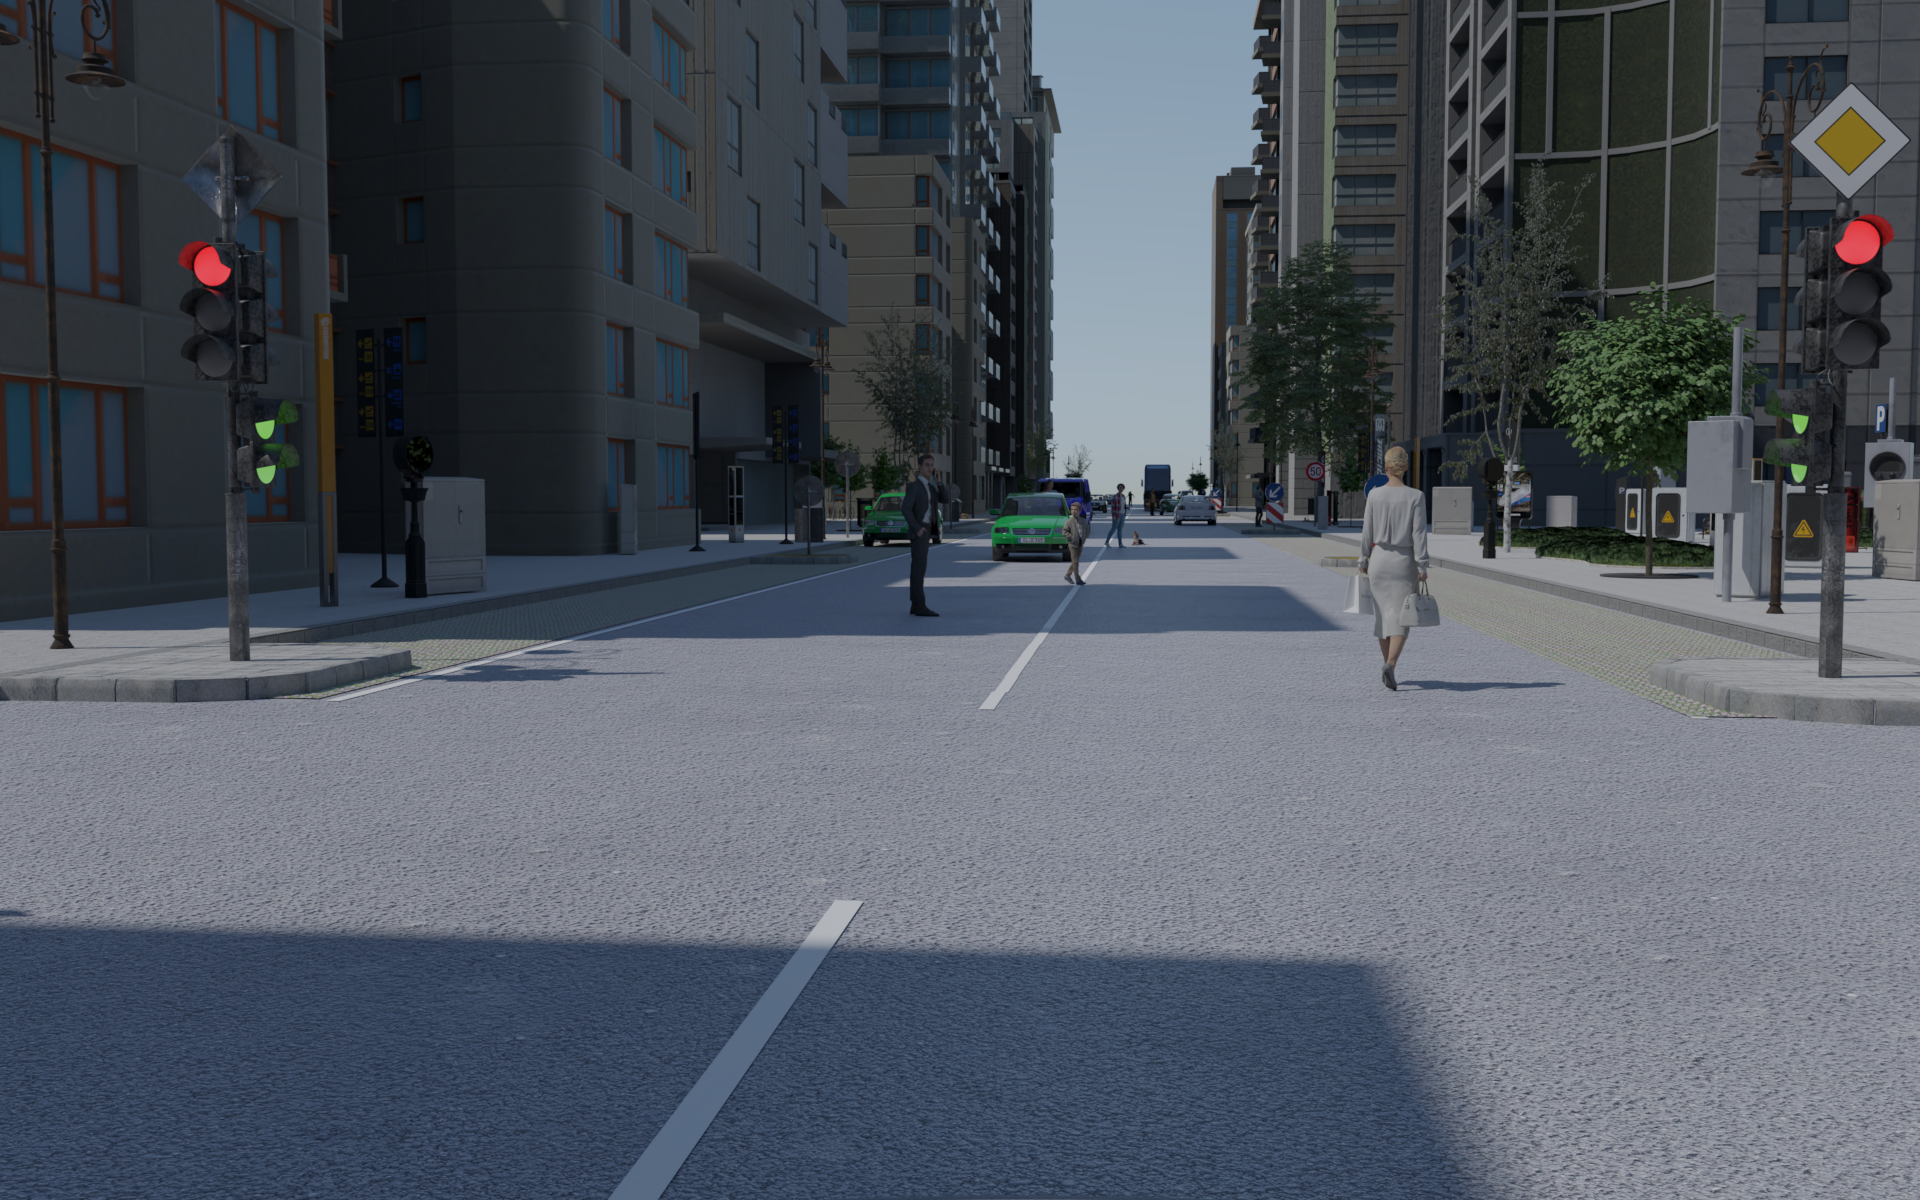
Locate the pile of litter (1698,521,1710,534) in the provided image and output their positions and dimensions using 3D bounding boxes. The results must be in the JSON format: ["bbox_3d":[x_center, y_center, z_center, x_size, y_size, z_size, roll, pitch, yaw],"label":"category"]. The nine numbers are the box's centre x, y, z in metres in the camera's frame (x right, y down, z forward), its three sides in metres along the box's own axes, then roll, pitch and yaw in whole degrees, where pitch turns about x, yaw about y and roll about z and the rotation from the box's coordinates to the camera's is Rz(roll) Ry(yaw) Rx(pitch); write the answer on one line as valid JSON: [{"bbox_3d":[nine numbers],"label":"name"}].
[{"bbox_3d":[24.479,-2.524,55.236,1.719,0.858,1.176,1,4,21],"label":"pile of litter"}]

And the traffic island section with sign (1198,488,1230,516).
[{"bbox_3d":[16.285,-6.263,111.030,1.989,1.847,2.006,0,4,6],"label":"traffic island section with sign"}]

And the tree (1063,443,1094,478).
[{"bbox_3d":[16.862,-18.114,246.520,4.360,8.622,3.978,0,3,0],"label":"tree"}]

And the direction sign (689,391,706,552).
[{"bbox_3d":[-5.885,-2.857,38.704,0.379,3.537,0.876,-1,4,-16],"label":"direction sign"}]

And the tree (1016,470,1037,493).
[{"bbox_3d":[5.196,-8.673,136.409,1.663,3.219,1.824,0,3,0],"label":"tree"}]

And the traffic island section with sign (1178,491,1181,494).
[{"bbox_3d":[27.918,-12.961,220.536,1.989,1.847,2.006,0,4,6],"label":"traffic island section with sign"}]

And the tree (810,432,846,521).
[{"bbox_3d":[-6.790,-6.021,82.155,4.285,4.588,4.351,0,3,0],"label":"tree"}]

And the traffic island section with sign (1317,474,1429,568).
[{"bbox_3d":[8.152,-1.576,34.388,1.989,1.847,2.006,0,4,6],"label":"traffic island section with sign"}]

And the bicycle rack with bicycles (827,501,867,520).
[{"bbox_3d":[-5.451,-4.558,87.903,2.852,0.926,2.925,-1,4,-8],"label":"bicycle rack with bicycles"}]

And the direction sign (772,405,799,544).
[{"bbox_3d":[-4.448,-3.196,44.246,0.876,3.537,0.379,2,4,35],"label":"direction sign"}]

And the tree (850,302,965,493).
[{"bbox_3d":[-2.114,-7.151,67.287,4.360,8.622,3.978,0,3,0],"label":"tree"}]

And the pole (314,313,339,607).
[{"bbox_3d":[-7.198,-1.579,19.665,0.158,3.312,0.155,0,3,0],"label":"pole"}]

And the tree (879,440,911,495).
[{"bbox_3d":[-2.725,-4.134,62.196,1.663,3.219,1.824,0,3,0],"label":"tree"}]

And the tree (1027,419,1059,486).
[{"bbox_3d":[7.361,-13.128,165.012,4.737,8.622,4.395,0,3,0],"label":"tree"}]

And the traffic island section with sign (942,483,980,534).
[{"bbox_3d":[-0.302,-3.322,62.939,1.989,1.847,2.006,0,4,6],"label":"traffic island section with sign"}]

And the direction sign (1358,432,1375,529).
[{"bbox_3d":[14.951,-4.382,63.649,0.379,3.537,0.876,-2,4,-32],"label":"direction sign"}]

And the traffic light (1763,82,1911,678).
[{"bbox_3d":[6.069,-1.412,12.006,0.839,4.253,0.868,0,4,6],"label":"traffic light"}]

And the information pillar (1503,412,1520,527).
[{"bbox_3d":[15.706,-3.546,49.332,0.183,3.616,0.504,-2,4,-31],"label":"information pillar"}]

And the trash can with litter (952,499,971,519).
[{"bbox_3d":[0.038,-4.705,88.309,1.055,1.170,0.624,1,4,22],"label":"trash can with litter"}]

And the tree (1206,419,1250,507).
[{"bbox_3d":[26.375,-13.461,170.450,4.360,8.622,3.978,0,3,0],"label":"tree"}]

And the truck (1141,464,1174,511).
[{"bbox_3d":[17.257,-9.841,150.666,2.967,4.110,18.799,0,4,6],"label":"truck"}]

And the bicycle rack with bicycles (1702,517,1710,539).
[{"bbox_3d":[22.606,-2.178,48.990,2.925,0.926,2.852,-2,4,-24],"label":"bicycle rack with bicycles"}]

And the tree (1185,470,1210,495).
[{"bbox_3d":[31.099,-14.844,226.407,4.285,4.588,4.351,0,3,0],"label":"tree"}]

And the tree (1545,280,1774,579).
[{"bbox_3d":[10.750,-2.629,26.705,4.285,4.588,4.351,0,3,0],"label":"tree"}]

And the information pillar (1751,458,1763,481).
[{"bbox_3d":[16.373,-1.919,35.874,0.304,2.012,0.304,-2,4,-29],"label":"information pillar"}]

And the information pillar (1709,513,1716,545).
[{"bbox_3d":[17.071,-2.105,38.910,0.304,2.012,0.304,-3,5,-42],"label":"information pillar"}]

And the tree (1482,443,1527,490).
[{"bbox_3d":[17.940,-3.767,56.196,1.663,3.219,1.824,0,3,0],"label":"tree"}]

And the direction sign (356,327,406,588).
[{"bbox_3d":[-7.931,-1.943,23.767,0.876,3.537,0.379,2,4,28],"label":"direction sign"}]

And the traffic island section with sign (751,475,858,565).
[{"bbox_3d":[-3.174,-1.671,35.947,1.989,1.847,2.006,0,4,6],"label":"traffic island section with sign"}]

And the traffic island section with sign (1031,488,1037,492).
[{"bbox_3d":[4.964,-6.352,112.479,1.989,1.847,2.006,0,4,6],"label":"traffic island section with sign"}]

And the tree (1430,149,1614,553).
[{"bbox_3d":[12.119,-5.361,38.020,4.360,8.622,3.978,0,3,0],"label":"tree"}]

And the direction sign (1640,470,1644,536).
[{"bbox_3d":[18.938,-3.428,48.052,0.379,3.537,0.876,3,4,36],"label":"direction sign"}]

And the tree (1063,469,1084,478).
[{"bbox_3d":[14.870,-14.881,227.010,4.285,4.588,4.351,0,3,0],"label":"tree"}]

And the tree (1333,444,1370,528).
[{"bbox_3d":[14.995,-4.392,66.404,1.663,3.219,1.824,0,3,0],"label":"tree"}]

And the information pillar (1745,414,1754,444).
[{"bbox_3d":[19.739,-3.189,43.496,0.183,3.616,0.504,0,4,-4],"label":"information pillar"}]

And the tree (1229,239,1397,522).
[{"bbox_3d":[15.881,-9.776,77.969,7.486,12.596,7.792,0,3,0],"label":"tree"}]

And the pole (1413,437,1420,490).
[{"bbox_3d":[16.458,-4.198,62.477,0.158,3.312,0.155,0,3,0],"label":"pole"}]

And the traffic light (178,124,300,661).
[{"bbox_3d":[-5.529,-1.486,13.217,0.839,4.253,0.868,0,4,6],"label":"traffic light"}]

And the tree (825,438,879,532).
[{"bbox_3d":[-3.891,-3.977,59.619,1.663,3.219,1.824,0,3,0],"label":"tree"}]

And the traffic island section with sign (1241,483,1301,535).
[{"bbox_3d":[11.052,-3.248,61.728,1.989,1.847,2.006,0,4,6],"label":"traffic island section with sign"}]

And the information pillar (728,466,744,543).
[{"bbox_3d":[-5.888,-2.512,45.558,0.304,2.012,0.304,-3,5,-44],"label":"information pillar"}]

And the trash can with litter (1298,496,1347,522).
[{"bbox_3d":[16.644,-4.189,79.547,2.233,1.210,1.678,1,4,9],"label":"trash can with litter"}]
